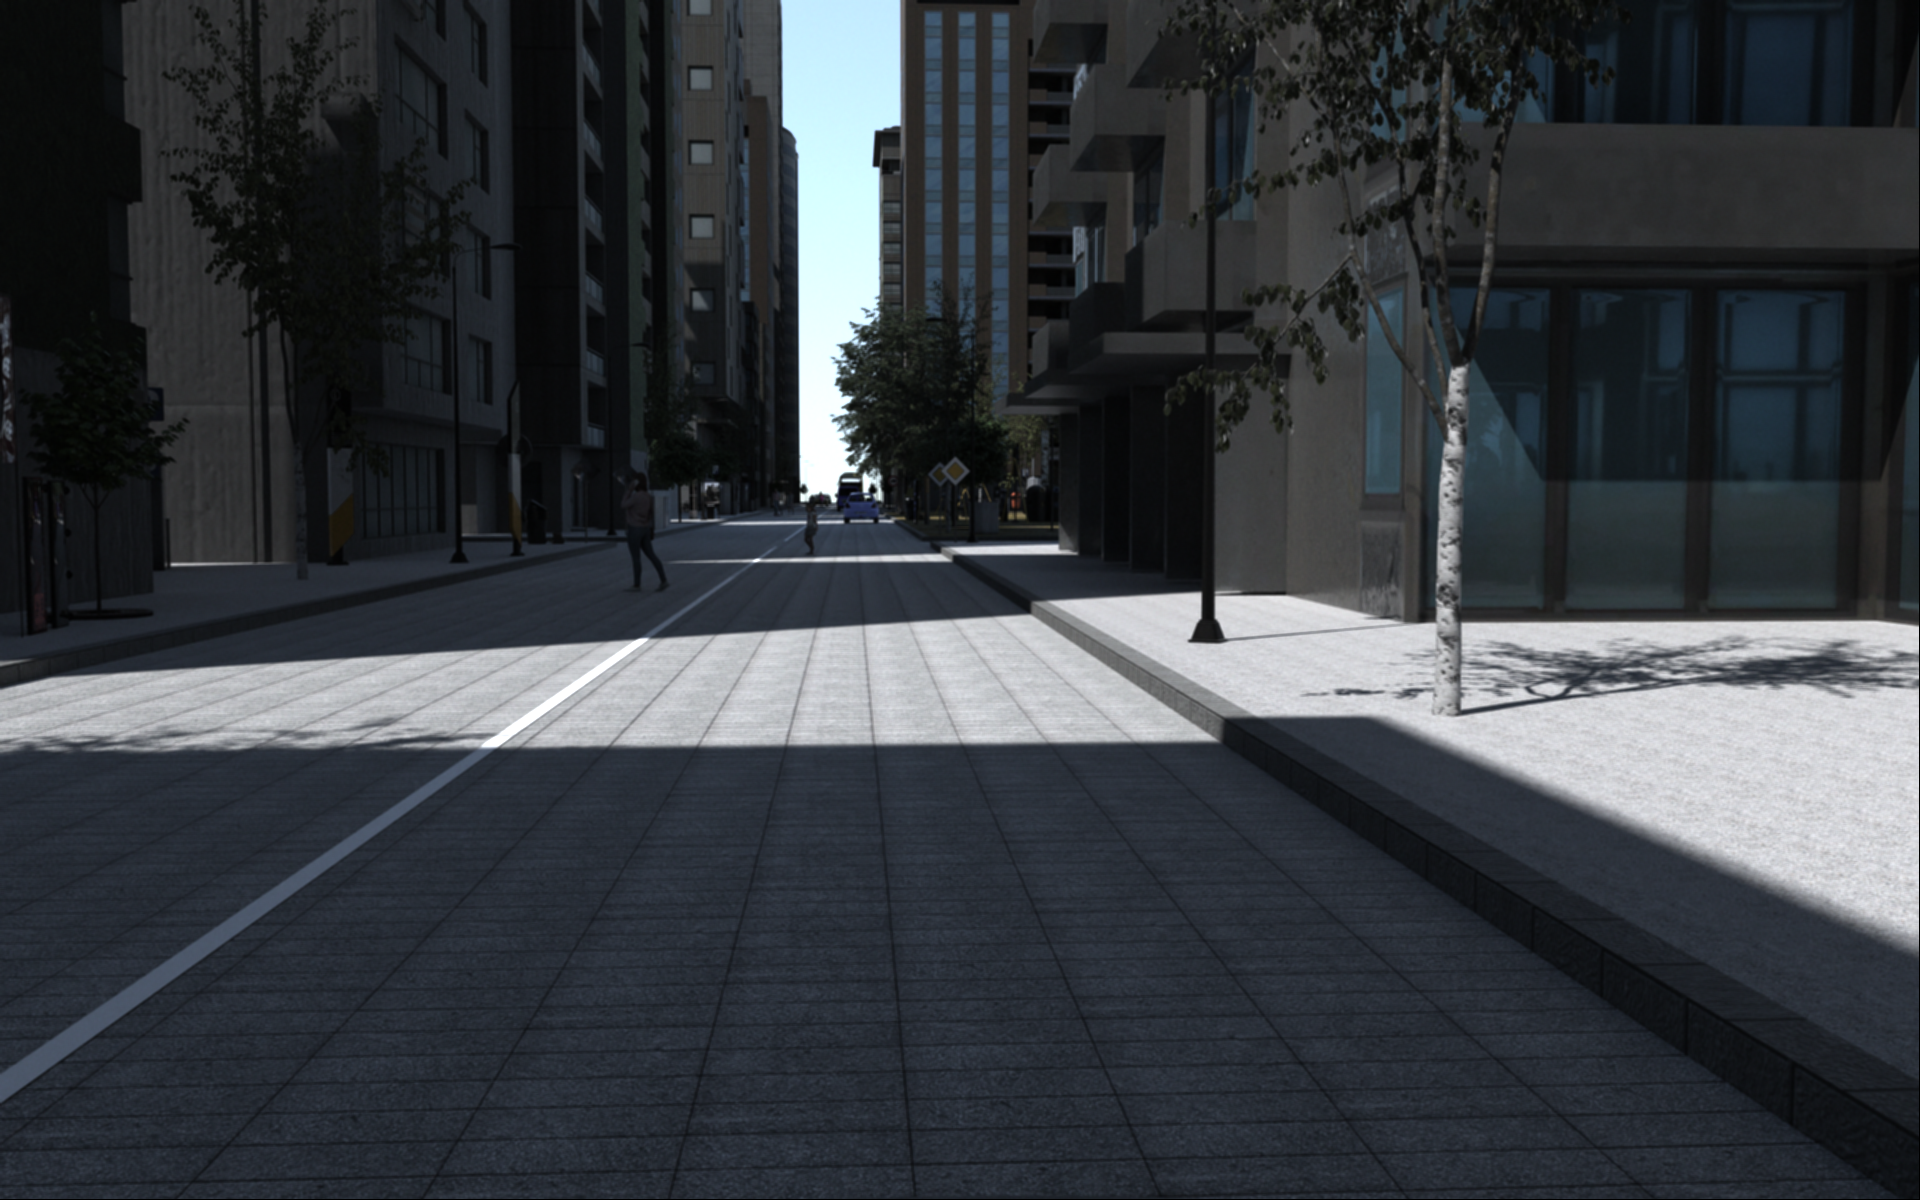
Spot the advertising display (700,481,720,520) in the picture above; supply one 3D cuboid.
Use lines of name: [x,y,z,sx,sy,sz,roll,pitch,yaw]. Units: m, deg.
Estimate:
advertising display: [-12.564,-5.012,87.154,0.974,1.923,0.123,-1,4,-15]

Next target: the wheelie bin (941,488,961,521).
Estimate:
wheelie bin: [-0.443,-4.660,84.101,0.980,1.594,0.693,0,4,-6]

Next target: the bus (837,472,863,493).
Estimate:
bus: [-12.394,-12.512,196.124,2.896,3.916,12.252,0,4,-5]

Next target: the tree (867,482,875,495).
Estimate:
tree: [-13.812,-17.115,274.437,1.663,3.219,1.824,0,3,0]

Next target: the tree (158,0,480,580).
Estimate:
tree: [-9.659,-4.610,25.735,4.737,8.622,4.395,0,3,0]

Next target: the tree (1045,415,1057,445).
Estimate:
tree: [3.856,-9.150,99.969,4.737,8.622,4.395,0,3,0]

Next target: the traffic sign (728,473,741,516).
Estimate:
traffic sign: [-13.491,-6.330,103.606,0.768,2.556,0.104,0,4,2]

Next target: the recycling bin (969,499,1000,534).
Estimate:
recycling bin: [0.769,-2.645,55.801,0.722,1.027,0.722,-2,4,-35]

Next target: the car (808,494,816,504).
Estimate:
car: [-18.964,-13.214,228.054,2.014,1.417,4.499,0,4,-2]

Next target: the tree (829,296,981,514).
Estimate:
tree: [-3.730,-12.578,112.298,9.857,13.997,8.962,0,3,0]

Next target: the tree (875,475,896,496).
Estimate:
tree: [-6.642,-10.012,158.291,1.663,3.219,1.824,0,3,0]

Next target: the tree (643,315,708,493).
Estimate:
tree: [-12.453,-7.323,70.088,4.737,8.622,4.395,0,3,0]

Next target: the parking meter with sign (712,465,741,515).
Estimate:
parking meter with sign: [-14.273,-6.665,105.234,0.543,3.016,1.738,2,4,33]

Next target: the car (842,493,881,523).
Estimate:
car: [-4.897,-4.686,86.211,1.945,1.707,3.694,0,4,-2]

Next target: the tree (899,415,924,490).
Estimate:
tree: [-1.173,-10.534,122.593,4.737,8.622,4.395,0,3,0]

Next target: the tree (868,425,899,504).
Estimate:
tree: [-3.566,-10.944,129.302,4.737,8.622,4.395,0,3,0]

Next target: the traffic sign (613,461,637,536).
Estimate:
traffic sign: [-10.246,-3.025,53.108,0.795,2.450,0.064,0,4,-4]

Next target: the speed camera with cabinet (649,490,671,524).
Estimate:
speed camera with cabinet: [-13.367,-4.875,74.041,0.660,3.252,2.038,3,5,43]

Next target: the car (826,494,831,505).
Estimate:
car: [-18.581,-13.983,237.424,1.959,1.807,4.718,0,4,-3]

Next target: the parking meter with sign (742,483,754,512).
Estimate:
parking meter with sign: [-15.440,-7.755,123.050,1.738,3.016,0.543,2,4,25]

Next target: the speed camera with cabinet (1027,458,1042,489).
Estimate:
speed camera with cabinet: [4.714,-6.193,95.588,2.038,3.252,0.660,3,4,36]

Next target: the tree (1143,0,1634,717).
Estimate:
tree: [2.775,-3.650,10.033,4.360,8.622,3.978,0,3,0]

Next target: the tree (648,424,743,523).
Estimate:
tree: [-12.724,-5.771,78.068,4.285,4.588,4.351,0,3,0]

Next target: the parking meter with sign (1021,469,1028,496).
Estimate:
parking meter with sign: [4.931,-7.438,117.867,0.543,3.016,1.738,-3,4,-36]

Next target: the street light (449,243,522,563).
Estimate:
street light: [-8.813,-3.648,32.194,1.470,5.913,1.316,0,4,-4]

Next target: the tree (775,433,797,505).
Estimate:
tree: [-20.943,-15.520,204.111,4.360,8.622,3.978,0,3,0]

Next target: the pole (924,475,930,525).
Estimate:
pole: [-1.388,-4.830,72.815,0.158,3.312,0.155,0,3,0]

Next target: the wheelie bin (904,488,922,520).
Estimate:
wheelie bin: [-2.367,-4.851,87.221,0.980,1.594,0.693,2,4,34]

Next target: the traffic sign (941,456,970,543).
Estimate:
traffic sign: [-0.123,-2.573,45.716,0.795,2.450,0.064,0,4,-4]

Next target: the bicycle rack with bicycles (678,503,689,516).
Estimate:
bicycle rack with bicycles: [-18.072,-5.434,102.231,2.852,0.926,2.925,-2,4,-35]

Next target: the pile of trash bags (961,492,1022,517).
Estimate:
pile of trash bags: [1.887,-5.315,96.649,3.447,1.369,1.912,-2,4,-28]

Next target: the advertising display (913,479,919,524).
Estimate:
advertising display: [-1.881,-4.206,73.986,0.123,1.923,0.974,0,4,-7]

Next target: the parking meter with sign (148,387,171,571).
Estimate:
parking meter with sign: [-13.586,-2.010,29.122,0.543,3.016,1.738,-1,4,-20]

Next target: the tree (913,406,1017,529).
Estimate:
tree: [-0.180,-5.180,68.404,4.285,4.588,4.351,0,3,0]

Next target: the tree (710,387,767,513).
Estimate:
tree: [-15.297,-10.330,119.264,4.360,8.622,3.978,0,3,0]

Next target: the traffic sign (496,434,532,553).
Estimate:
traffic sign: [-9.301,-2.202,36.117,0.768,2.556,0.104,0,4,6]

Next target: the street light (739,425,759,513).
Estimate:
street light: [-14.089,-8.761,115.791,1.470,5.913,1.316,0,4,-4]

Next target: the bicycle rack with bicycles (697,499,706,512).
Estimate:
bicycle rack with bicycles: [-18.969,-6.606,121.397,2.852,0.926,2.925,3,5,43]

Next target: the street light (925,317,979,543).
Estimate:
street light: [-0.206,-4.472,45.661,1.470,5.913,1.316,0,4,-4]

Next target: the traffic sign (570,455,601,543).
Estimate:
traffic sign: [-9.750,-2.538,45.138,0.795,2.450,0.064,0,4,-4]

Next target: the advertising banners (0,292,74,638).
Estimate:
advertising banners: [-8.506,-1.205,15.898,0.090,3.025,2.074,-1,4,-13]

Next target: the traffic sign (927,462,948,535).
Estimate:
traffic sign: [-0.619,-3.061,53.685,0.795,2.450,0.064,0,4,-4]

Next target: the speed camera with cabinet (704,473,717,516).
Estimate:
speed camera with cabinet: [-14.453,-6.489,100.438,0.660,3.252,2.038,-1,4,-12]

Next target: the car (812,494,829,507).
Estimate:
car: [-16.076,-11.603,199.928,2.015,1.641,3.980,0,4,-3]

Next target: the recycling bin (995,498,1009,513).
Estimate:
recycling bin: [2.763,-6.230,114.411,0.722,1.027,0.722,2,4,26]

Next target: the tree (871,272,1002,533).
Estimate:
tree: [-0.528,-6.551,57.475,4.360,8.622,3.978,0,3,0]

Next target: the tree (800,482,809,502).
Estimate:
tree: [-23.880,-16.575,265.608,1.663,3.219,1.824,0,3,0]

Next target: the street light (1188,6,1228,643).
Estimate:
street light: [1.613,-2.587,14.841,1.470,5.913,1.316,0,4,-4]

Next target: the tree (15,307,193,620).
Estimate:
tree: [-8.909,-1.439,18.122,1.663,3.219,1.824,0,3,0]

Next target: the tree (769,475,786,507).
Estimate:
tree: [-18.592,-11.179,177.370,1.663,3.219,1.824,0,3,0]

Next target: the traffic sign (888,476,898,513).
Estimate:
traffic sign: [-4.592,-7.278,119.093,0.768,2.556,0.104,0,4,-3]

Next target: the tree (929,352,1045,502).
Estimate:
tree: [1.257,-8.465,88.762,4.737,8.622,4.395,0,3,0]
